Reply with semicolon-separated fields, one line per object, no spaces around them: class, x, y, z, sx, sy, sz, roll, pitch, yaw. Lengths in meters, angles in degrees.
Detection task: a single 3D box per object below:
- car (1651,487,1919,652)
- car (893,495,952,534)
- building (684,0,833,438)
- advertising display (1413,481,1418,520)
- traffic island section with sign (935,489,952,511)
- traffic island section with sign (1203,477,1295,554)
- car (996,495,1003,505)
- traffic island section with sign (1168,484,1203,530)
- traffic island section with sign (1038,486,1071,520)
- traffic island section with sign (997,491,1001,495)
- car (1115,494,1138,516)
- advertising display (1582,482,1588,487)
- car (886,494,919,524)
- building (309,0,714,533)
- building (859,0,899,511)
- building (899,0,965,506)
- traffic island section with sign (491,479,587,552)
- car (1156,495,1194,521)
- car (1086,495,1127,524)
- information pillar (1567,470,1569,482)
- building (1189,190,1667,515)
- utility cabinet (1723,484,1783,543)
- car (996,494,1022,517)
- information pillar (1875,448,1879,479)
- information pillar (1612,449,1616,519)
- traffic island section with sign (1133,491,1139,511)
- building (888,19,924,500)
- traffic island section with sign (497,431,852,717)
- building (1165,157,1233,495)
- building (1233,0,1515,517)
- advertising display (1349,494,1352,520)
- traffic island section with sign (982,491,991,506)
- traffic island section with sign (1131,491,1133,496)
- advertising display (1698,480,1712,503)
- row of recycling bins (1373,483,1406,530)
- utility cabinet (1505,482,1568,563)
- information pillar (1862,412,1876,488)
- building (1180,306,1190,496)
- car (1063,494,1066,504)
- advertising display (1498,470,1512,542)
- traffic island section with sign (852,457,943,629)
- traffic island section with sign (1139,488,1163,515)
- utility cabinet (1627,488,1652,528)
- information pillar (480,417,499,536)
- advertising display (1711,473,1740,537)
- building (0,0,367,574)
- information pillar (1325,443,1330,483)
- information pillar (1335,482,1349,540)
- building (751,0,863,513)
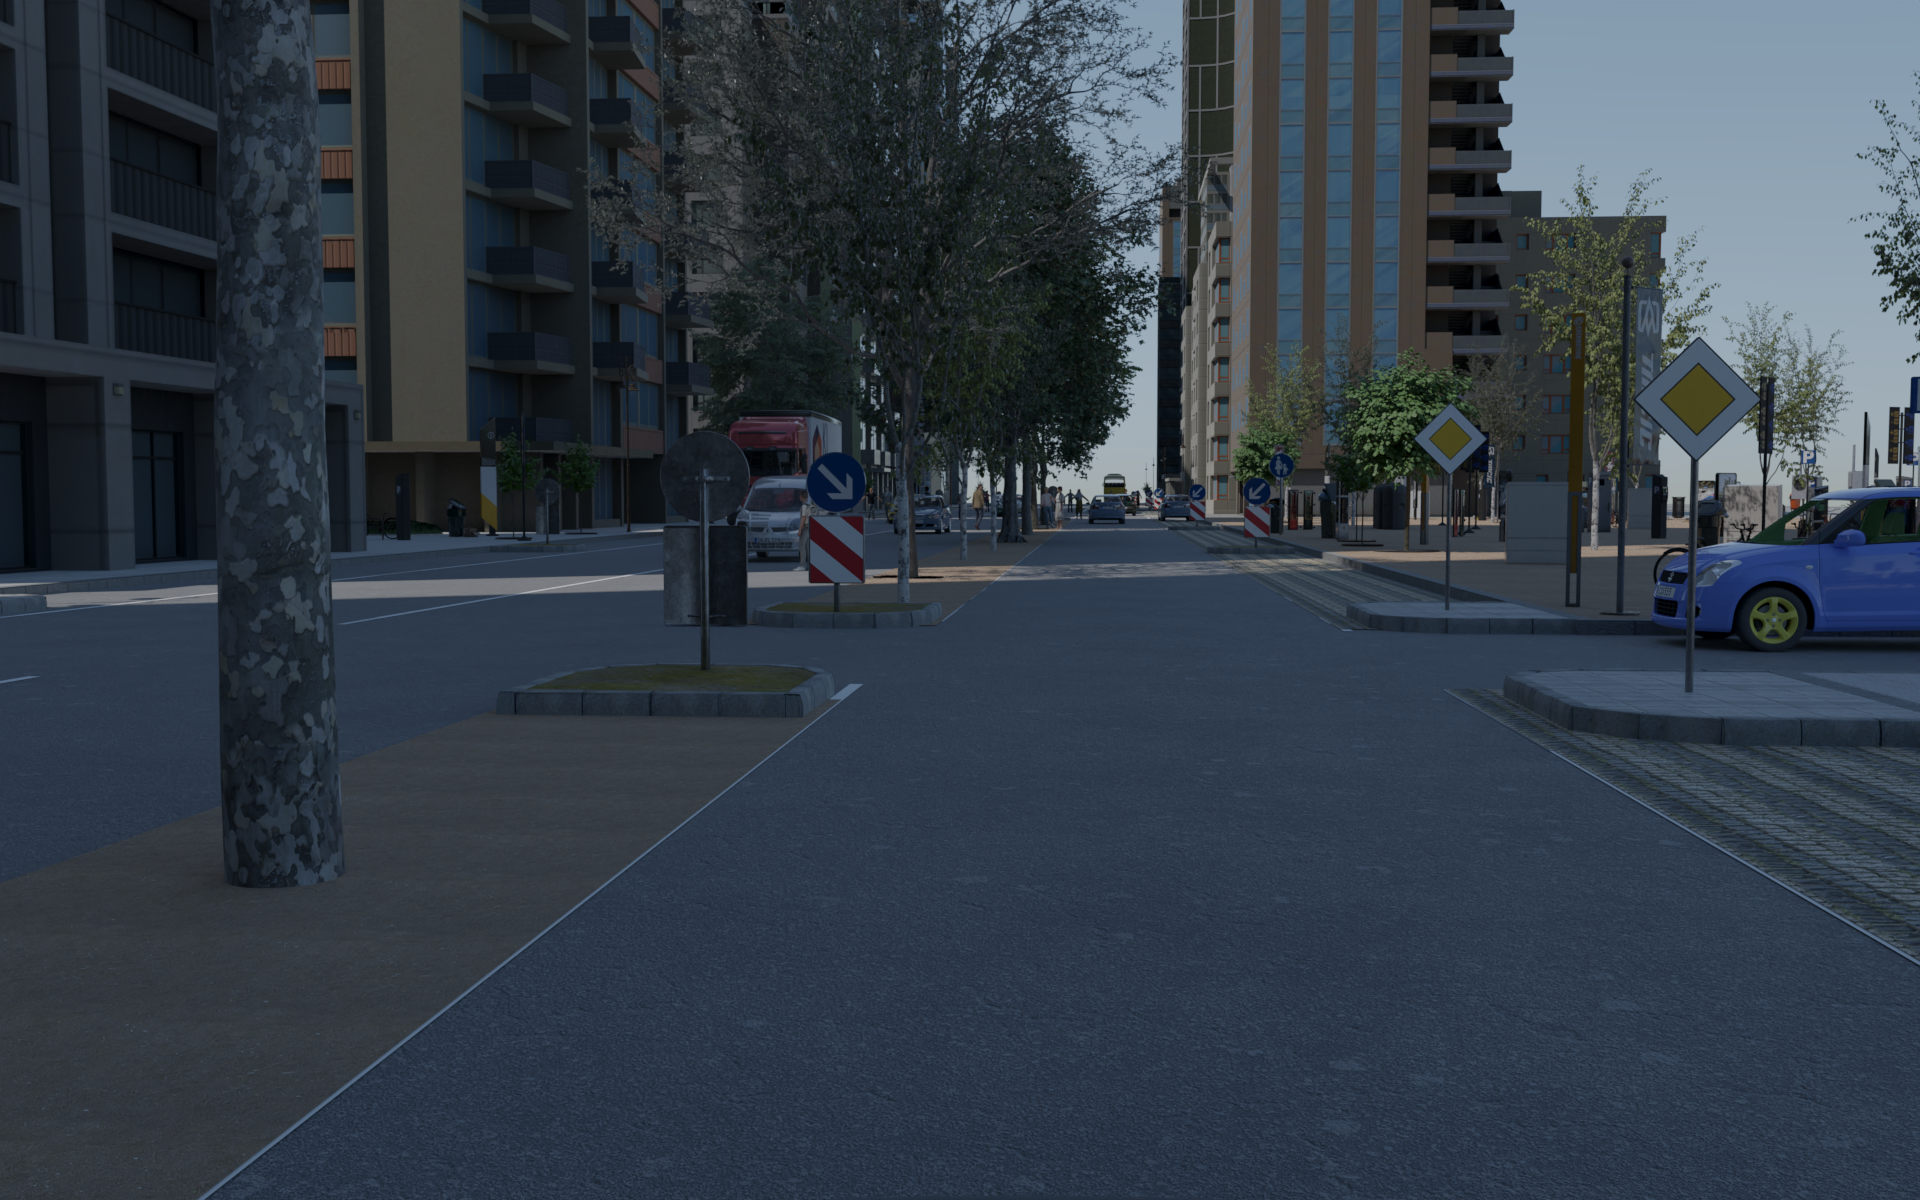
car;8.517;-0.412;16.333;3.694;1.707;1.945;0;4;5
car;-1.344;-3.160;63.664;2.014;1.417;4.499;0;4;6
building;-15.624;-20.277;103.224;14.160;30.474;14.107;0;4;5
advertising display;22.692;-4.959;86.298;0.123;1.923;0.974;0;4;8
traffic island section with sign;-1.738;-8.479;147.266;1.989;1.847;2.006;0;4;5
traffic island section with sign;7.013;-2.036;41.923;1.989;1.847;2.006;0;4;5
car;4.388;-10.355;181.666;2.083;1.381;4.827;0;4;6
traffic island section with sign;9.290;-3.682;68.826;1.989;1.847;2.006;0;4;5
traffic island section with sign;5.030;-5.269;94.290;2.006;1.907;1.989;0;4;5
traffic island section with sign;5.223;-13.510;229.518;1.989;1.847;2.006;0;4;5
car;10.766;-6.399;114.410;2.009;1.686;4.222;0;4;5
advertising display;32.074;-5.139;89.240;0.123;1.923;0.974;3;5;41
car;-2.525;-4.528;84.254;2.015;1.641;3.980;0;4;3
building;-22.665;-25.428;70.378;22.147;44.769;28.867;0;4;5
building;-16.936;-31.853;140.398;23.786;49.044;30.456;0;4;5
building;-9.976;-55.845;225.731;22.319;86.520;31.000;0;4;5
traffic island section with sign;-10.487;-2.130;43.452;1.989;1.847;2.006;0;4;5
car;11.419;-4.864;91.536;2.014;1.417;4.499;0;4;4
car;7.112;-4.407;84.064;2.014;1.417;4.499;0;4;4
information pillar;18.461;-2.914;52.140;0.304;2.012;0.304;-1;4;-9
building;31.188;-17.015;123.230;27.650;21.520;28.899;0;4;5
utility cabinet;18.285;-1.913;39.959;1.173;1.500;0.318;3;5;42
car;3.352;-6.043;110.608;2.131;1.459;4.920;0;4;6
information pillar;46.455;-5.901;87.840;0.183;3.616;0.504;1;4;12
information pillar;33.784;-6.025;89.867;0.504;3.616;0.183;-1;4;-12
traffic island section with sign;15.780;-8.389;145.782;1.989;1.847;2.006;0;4;5
building;-10.962;-31.331;162.374;14.600;45.320;14.200;0;4;5
traffic island section with sign;-1.916;-0.238;12.035;2.006;1.907;1.989;0;4;5
building;38.852;-30.372;188.460;32.217;40.220;23.993;0;4;5
building;23.522;-27.612;101.563;14.600;45.320;14.200;0;4;5
advertising display;19.522;-5.002;87.003;0.123;1.923;0.974;3;4;39
traffic island section with sign;2.904;-11.830;202.041;1.989;1.847;2.006;0;4;5
traffic island section with sign;20.399;-11.730;200.410;1.989;1.847;2.006;0;4;5
advertising display;34.927;-4.656;81.340;0.974;1.923;0.123;2;4;33
row of recycling bins;15.805;-3.467;63.793;1.069;1.692;3.534;0;4;6
utility cabinet;10.625;-1.411;31.754;1.173;1.500;0.318;1;4;12
information pillar;25.867;-3.554;49.469;0.183;3.616;0.504;3;4;39
building;34.032;-18.817;152.704;27.650;21.520;28.899;0;4;5
car;13.903;-14.309;242.987;2.155;1.783;4.494;0;4;3
advertising display;14.679;-2.536;46.685;0.123;1.923;0.974;0;4;4
traffic island section with sign;-1.283;-0.690;19.416;2.006;1.907;1.989;0;4;5
traffic island section with sign;13.510;-6.746;118.923;1.989;1.847;2.006;0;4;5
utility cabinet;25.261;-3.377;63.894;1.173;1.500;0.318;1;4;9
information pillar;-14.337;-3.752;52.702;0.504;3.616;0.183;-3;4;-37
advertising display;23.044;-2.870;52.139;0.974;1.923;0.123;-2;4;-35
building;-23.903;-36.387;33.178;20.563;71.187;20.611;0;4;5
information pillar;16.774;-5.367;79.103;0.183;3.616;0.504;0;4;-5
information pillar;10.763;-2.706;48.733;0.304;2.012;0.304;0;4;-5
building;-14.534;-26.510;117.029;14.154;41.232;14.086;0;4;5
